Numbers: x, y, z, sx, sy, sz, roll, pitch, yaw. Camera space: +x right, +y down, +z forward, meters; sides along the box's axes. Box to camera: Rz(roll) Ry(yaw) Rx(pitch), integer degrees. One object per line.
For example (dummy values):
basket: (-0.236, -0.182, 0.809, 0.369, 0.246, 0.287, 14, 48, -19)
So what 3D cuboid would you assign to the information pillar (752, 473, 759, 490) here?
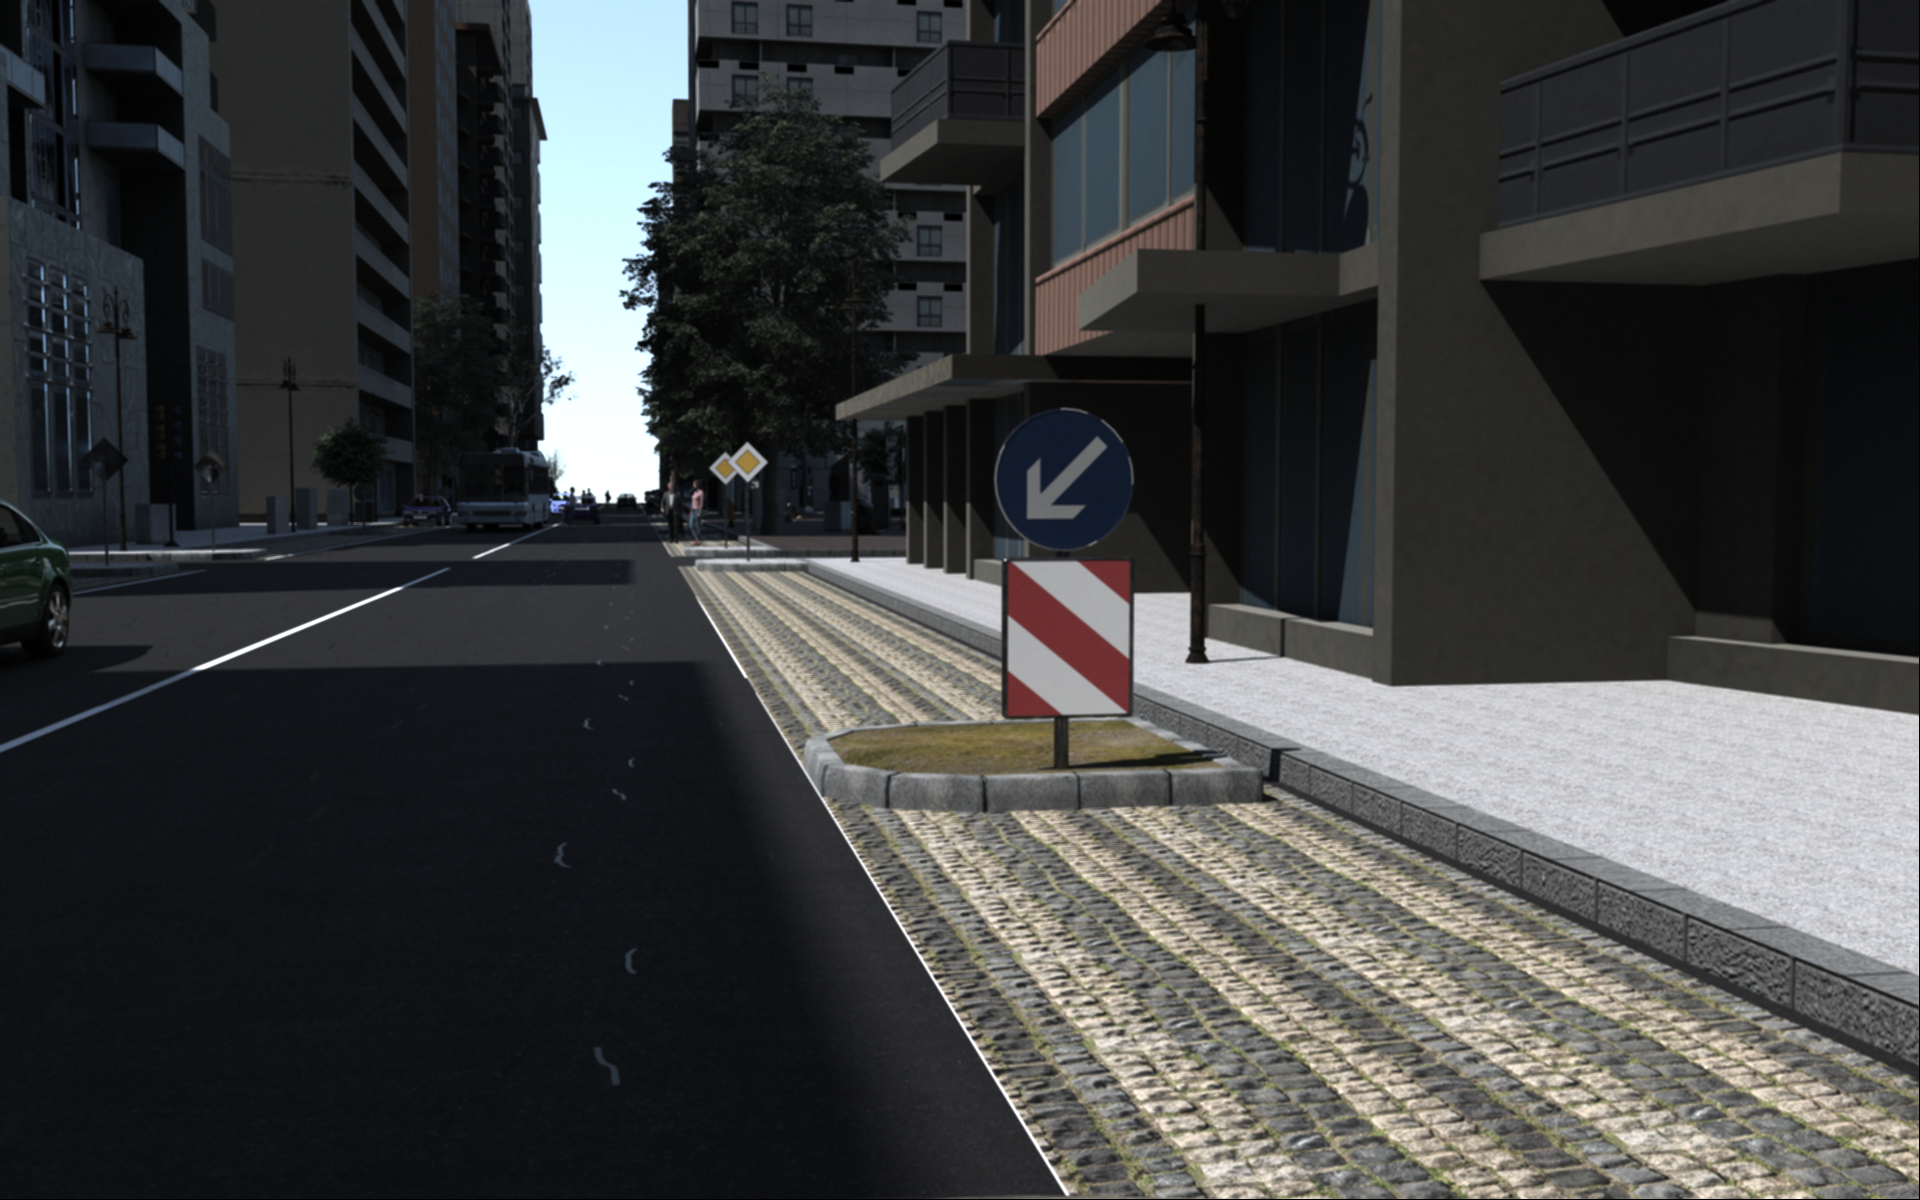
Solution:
information pillar: (-13.505, -7.524, 114.365, 0.504, 3.616, 0.183, 0, 4, 0)

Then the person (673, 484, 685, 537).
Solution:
person: (-9.375, -2.961, 57.330, 0.576, 1.772, 0.534, 1, 4, 10)

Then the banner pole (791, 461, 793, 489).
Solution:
banner pole: (-10.944, -7.683, 115.638, 0.863, 3.779, 0.401, -2, 4, -31)

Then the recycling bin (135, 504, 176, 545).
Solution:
recycling bin: (-20.647, -1.951, 44.456, 0.722, 1.027, 0.722, 2, 4, 34)

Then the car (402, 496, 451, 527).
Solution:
car: (-23.755, -3.949, 77.148, 1.945, 1.354, 3.894, -1, 4, -9)

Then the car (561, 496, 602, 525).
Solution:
car: (-17.923, -4.246, 82.003, 1.945, 1.354, 3.894, -1, 4, -12)

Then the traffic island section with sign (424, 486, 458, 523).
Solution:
traffic island section with sign: (-25.977, -4.827, 87.547, 1.989, 1.847, 2.006, -1, 4, -11)

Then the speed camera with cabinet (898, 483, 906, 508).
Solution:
speed camera with cabinet: (-3.477, -6.844, 106.236, 0.660, 3.252, 2.038, 0, 4, -1)

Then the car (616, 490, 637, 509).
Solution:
car: (-31.530, -9.486, 163.887, 1.959, 1.807, 4.718, -1, 4, -10)

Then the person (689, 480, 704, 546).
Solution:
person: (-7.267, -2.397, 47.696, 0.555, 1.821, 0.388, 3, 5, 39)

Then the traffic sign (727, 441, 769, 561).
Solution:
traffic sign: (-4.040, -1.794, 32.982, 0.795, 2.450, 0.064, -1, 4, -11)

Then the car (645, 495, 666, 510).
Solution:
car: (-26.926, -8.614, 153.413, 1.945, 1.354, 3.894, -1, 4, -10)

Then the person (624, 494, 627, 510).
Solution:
person: (-29.865, -8.725, 154.419, 0.557, 1.426, 1.065, -1, 4, -16)

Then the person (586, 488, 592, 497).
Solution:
person: (-24.312, -6.432, 113.694, 0.654, 1.822, 0.581, 3, 4, 37)

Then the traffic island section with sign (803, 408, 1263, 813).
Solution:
traffic island section with sign: (0.240, -0.006, 8.726, 1.989, 1.847, 2.006, -1, 4, -11)

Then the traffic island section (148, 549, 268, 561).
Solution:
traffic island section: (-16.745, -1.010, 38.799, 2.009, 0.180, 2.903, -1, 4, -11)

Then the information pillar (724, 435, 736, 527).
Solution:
information pillar: (-8.894, -4.619, 66.874, 0.504, 3.616, 0.183, 3, 5, 43)

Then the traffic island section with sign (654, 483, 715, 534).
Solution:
traffic island section with sign: (-9.831, -3.267, 62.038, 1.989, 1.847, 2.006, -1, 4, -11)

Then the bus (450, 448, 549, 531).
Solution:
bus: (-18.250, -4.569, 69.562, 2.948, 3.499, 13.247, -1, 4, -10)

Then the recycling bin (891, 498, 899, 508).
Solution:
recycling bin: (-4.352, -6.024, 111.048, 0.722, 1.027, 0.722, 2, 4, 24)

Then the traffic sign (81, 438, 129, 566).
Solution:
traffic sign: (-15.241, -1.667, 30.895, 0.795, 2.450, 0.064, -1, 4, -11)

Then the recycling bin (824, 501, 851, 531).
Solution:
recycling bin: (-4.242, -2.903, 60.020, 0.722, 1.027, 0.722, 2, 4, 27)

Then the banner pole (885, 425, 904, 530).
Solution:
banner pole: (-2.316, -4.437, 62.568, 0.863, 3.779, 0.401, -1, 4, -22)

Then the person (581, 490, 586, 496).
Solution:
person: (-28.216, -7.364, 129.582, 0.721, 1.739, 1.217, 2, 4, 31)

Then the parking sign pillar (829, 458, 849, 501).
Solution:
parking sign pillar: (-7.927, -7.656, 113.649, 1.447, 3.967, 1.447, -2, 4, -29)

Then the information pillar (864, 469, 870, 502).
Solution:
information pillar: (-4.994, -6.215, 92.965, 0.183, 3.616, 0.504, -3, 4, -39)

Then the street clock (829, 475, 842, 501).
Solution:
street clock: (-4.783, -3.784, 66.443, 0.471, 2.002, 0.358, 0, 4, 3)

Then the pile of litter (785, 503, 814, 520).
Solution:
pile of litter: (-8.335, -4.520, 87.867, 1.176, 0.858, 1.719, 1, 4, 13)

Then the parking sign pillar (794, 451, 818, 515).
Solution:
parking sign pillar: (-9.474, -7.226, 106.615, 1.447, 3.967, 1.447, 1, 4, 18)

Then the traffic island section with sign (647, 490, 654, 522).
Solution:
traffic island section with sign: (-15.043, -4.952, 89.599, 1.989, 1.847, 2.006, -1, 4, -11)

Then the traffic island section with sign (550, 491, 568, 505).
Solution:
traffic island section with sign: (-50.641, -12.811, 218.091, 1.989, 1.847, 2.006, -1, 4, -11)

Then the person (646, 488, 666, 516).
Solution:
person: (-19.366, -6.249, 110.885, 1.509, 1.804, 0.699, 3, 5, 39)

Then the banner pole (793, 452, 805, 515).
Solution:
banner pole: (-9.489, -6.970, 103.975, 0.401, 3.779, 0.863, -3, 4, -38)

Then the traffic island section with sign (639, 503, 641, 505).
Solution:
traffic island section with sign: (-29.413, -9.604, 165.661, 1.989, 1.847, 2.006, -1, 4, -11)

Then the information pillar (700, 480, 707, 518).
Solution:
information pillar: (-13.491, -5.299, 91.124, 0.304, 2.012, 0.304, -2, 4, -24)

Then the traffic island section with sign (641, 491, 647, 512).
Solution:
traffic island section with sign: (-24.401, -7.984, 139.174, 1.989, 1.847, 2.006, -1, 4, -11)

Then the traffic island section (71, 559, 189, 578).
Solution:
traffic island section: (-15.263, -0.530, 30.952, 2.009, 0.180, 2.903, -1, 4, -11)

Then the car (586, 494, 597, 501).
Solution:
car: (-52.911, -14.505, 247.381, 2.015, 1.641, 3.980, -1, 4, -12)

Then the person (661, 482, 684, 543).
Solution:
person: (-8.336, -2.525, 50.183, 0.661, 1.777, 0.834, -1, 4, -9)

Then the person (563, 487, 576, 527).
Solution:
person: (-16.782, -3.995, 74.482, 0.598, 1.740, 0.731, -2, 4, -27)

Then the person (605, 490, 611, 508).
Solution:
person: (-35.381, -10.149, 174.306, 0.599, 1.838, 0.709, 2, 4, 34)

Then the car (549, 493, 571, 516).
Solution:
car: (-26.754, -6.568, 116.984, 1.945, 1.707, 3.694, -1, 4, -12)

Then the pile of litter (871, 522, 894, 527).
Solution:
pile of litter: (-3.223, -3.354, 68.795, 1.719, 0.858, 1.176, 3, 4, 38)

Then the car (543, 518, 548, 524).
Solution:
car: (-21.161, -4.424, 84.699, 2.083, 1.381, 4.827, -1, 4, -12)

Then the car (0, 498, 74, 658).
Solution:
car: (-8.537, -0.300, 13.698, 1.959, 1.807, 4.718, -1, 4, -11)

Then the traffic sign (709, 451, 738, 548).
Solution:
traffic sign: (-5.523, -2.274, 40.829, 0.795, 2.450, 0.064, -1, 4, -11)

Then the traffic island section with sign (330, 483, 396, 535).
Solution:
traffic island section with sign: (-20.879, -3.182, 60.646, 1.989, 1.847, 2.006, -1, 4, -11)

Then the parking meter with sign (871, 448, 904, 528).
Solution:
parking meter with sign: (-2.975, -4.198, 64.897, 1.738, 3.016, 0.543, 0, 4, 3)

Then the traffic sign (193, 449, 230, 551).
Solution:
traffic sign: (-16.723, -2.147, 38.742, 0.795, 2.450, 0.064, -1, 4, -11)
